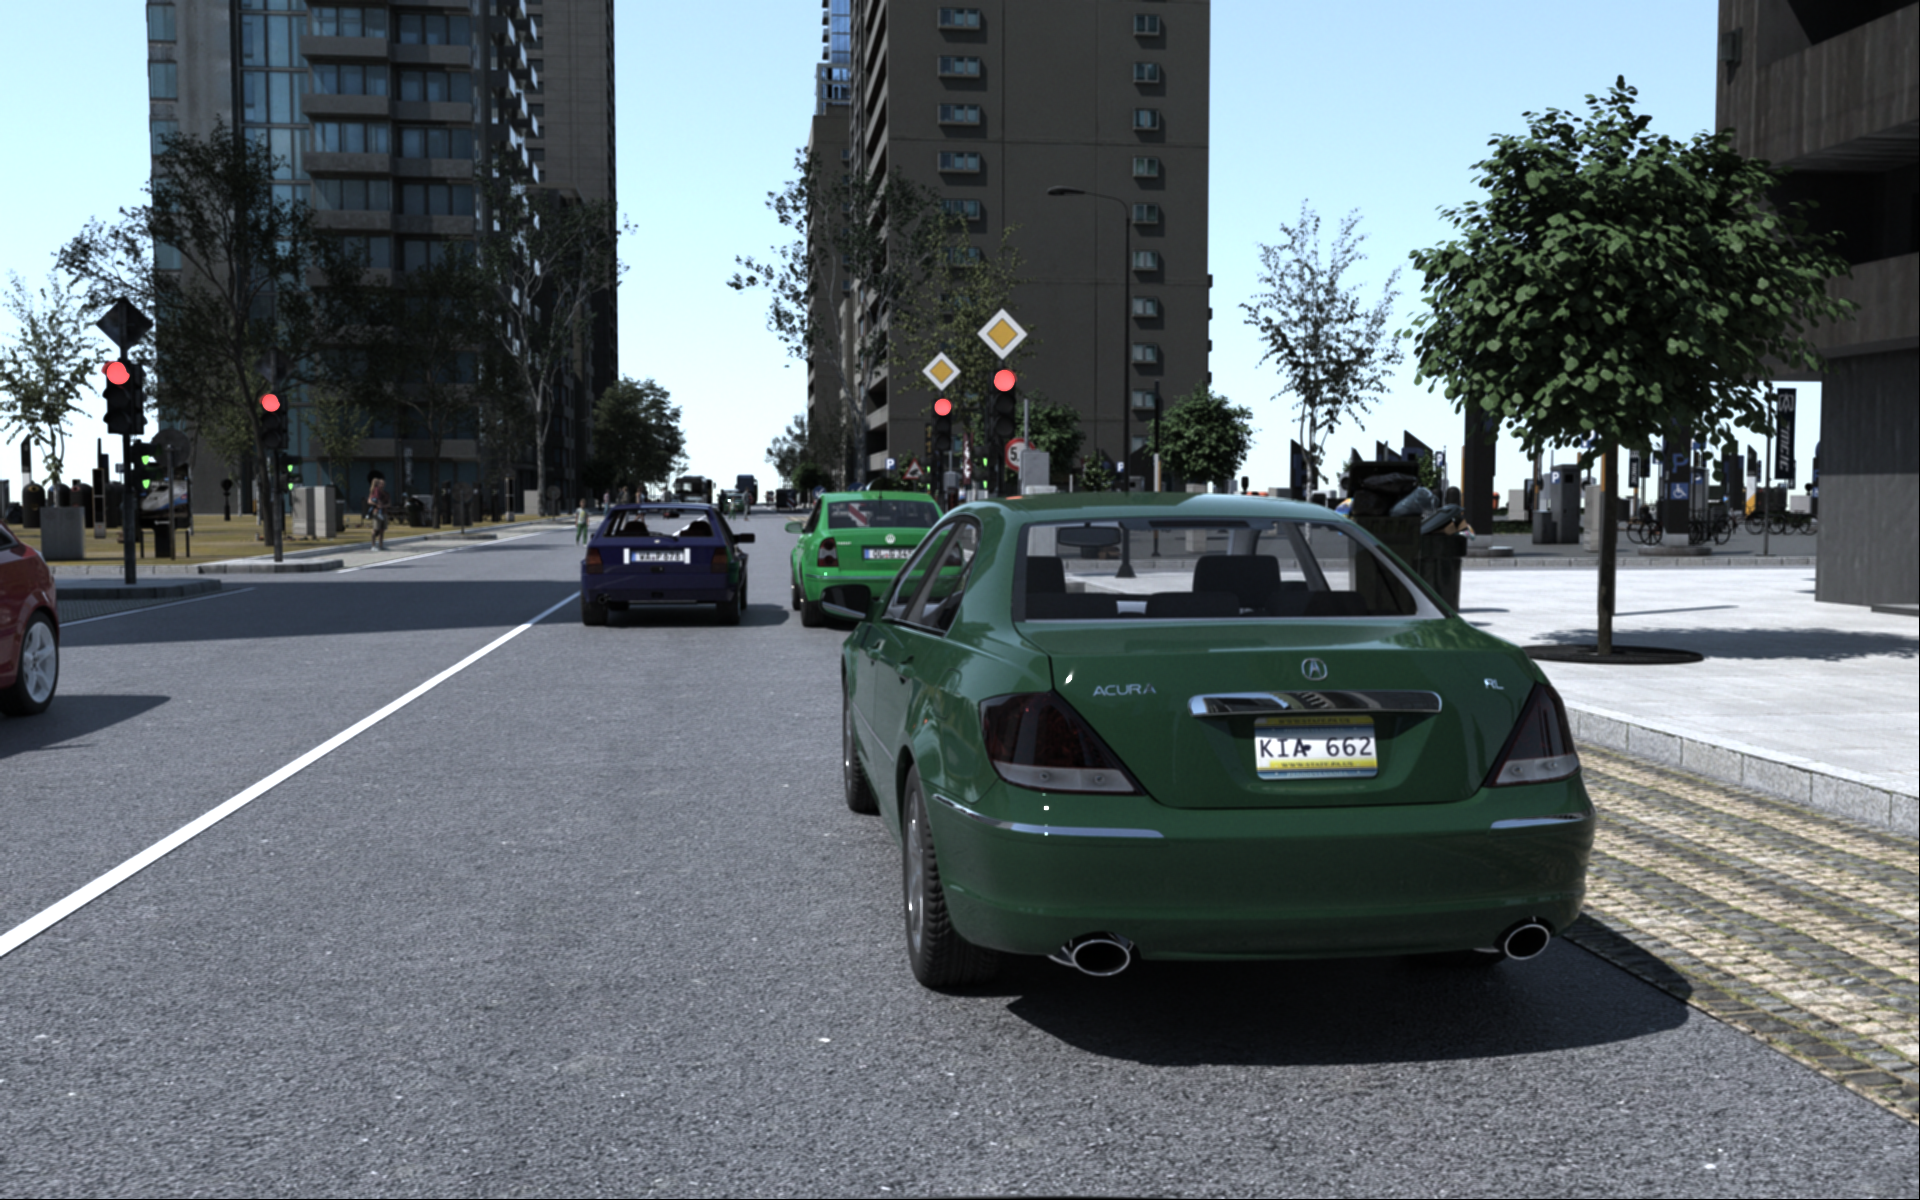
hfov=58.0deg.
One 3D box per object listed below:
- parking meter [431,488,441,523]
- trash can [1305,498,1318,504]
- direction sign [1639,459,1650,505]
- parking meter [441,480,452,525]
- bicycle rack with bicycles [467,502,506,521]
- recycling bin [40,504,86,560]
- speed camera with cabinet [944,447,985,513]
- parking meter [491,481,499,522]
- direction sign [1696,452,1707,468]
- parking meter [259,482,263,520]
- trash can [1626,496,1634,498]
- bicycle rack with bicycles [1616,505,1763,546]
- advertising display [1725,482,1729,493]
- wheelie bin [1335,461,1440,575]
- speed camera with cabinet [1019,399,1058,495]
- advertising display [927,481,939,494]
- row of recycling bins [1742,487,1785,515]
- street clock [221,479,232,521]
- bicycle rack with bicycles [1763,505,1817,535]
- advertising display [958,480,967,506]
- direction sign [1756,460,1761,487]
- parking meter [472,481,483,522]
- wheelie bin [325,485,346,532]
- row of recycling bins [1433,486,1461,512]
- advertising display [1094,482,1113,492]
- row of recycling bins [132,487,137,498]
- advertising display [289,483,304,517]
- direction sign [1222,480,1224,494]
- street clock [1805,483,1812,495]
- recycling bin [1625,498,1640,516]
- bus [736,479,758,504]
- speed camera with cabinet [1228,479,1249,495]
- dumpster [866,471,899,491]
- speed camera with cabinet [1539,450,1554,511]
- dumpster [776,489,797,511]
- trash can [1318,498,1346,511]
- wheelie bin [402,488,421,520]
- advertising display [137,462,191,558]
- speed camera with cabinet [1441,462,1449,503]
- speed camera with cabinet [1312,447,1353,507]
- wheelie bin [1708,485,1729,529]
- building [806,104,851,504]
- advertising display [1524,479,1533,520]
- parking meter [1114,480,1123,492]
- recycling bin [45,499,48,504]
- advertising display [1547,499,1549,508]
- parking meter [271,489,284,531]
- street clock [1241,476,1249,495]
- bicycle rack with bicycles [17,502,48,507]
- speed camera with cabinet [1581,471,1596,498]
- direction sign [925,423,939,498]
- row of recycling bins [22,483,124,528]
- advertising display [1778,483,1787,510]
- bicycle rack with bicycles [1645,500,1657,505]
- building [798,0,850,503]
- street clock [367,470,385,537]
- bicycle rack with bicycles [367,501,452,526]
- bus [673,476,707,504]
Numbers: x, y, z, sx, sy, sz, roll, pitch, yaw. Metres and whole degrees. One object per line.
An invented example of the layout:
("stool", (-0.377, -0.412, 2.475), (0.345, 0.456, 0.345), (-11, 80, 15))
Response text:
("parking meter", (-22.908, -4.118, 75.735), (0.372, 1.533, 0.369), (0, 3, 0))
("trash can", (13.267, -3.249, 64.773), (0.748, 1.137, 0.748), (0, 3, 0))
("direction sign", (32.205, -5.473, 81.479), (0.876, 3.537, 0.379), (-3, 4, -38))
("parking meter", (-21.647, -4.115, 72.986), (0.255, 1.863, 0.399), (1, 4, 18))
("bicycle rack with bicycles", (-22.785, -4.184, 81.784), (2.925, 0.926, 2.852), (-1, 4, -15))
("recycling bin", (-17.555, -1.306, 33.909), (0.722, 1.027, 0.722), (-1, 4, -22))
("speed camera with cabinet", (0.236, -4.777, 72.442), (2.038, 3.252, 0.660), (-1, 4, -15))
("parking meter", (-21.167, -4.475, 78.869), (0.255, 1.863, 0.399), (0, 4, 0))
("direction sign", (39.659, -6.169, 92.858), (0.876, 3.537, 0.379), (-1, 4, -23))
("parking meter", (-34.331, -4.852, 85.039), (0.255, 1.863, 0.399), (0, 4, 3))
("trash can", (44.879, -6.371, 115.823), (0.748, 1.137, 0.748), (0, 3, 0))
("bicycle rack with bicycles", (18.242, -1.885, 44.206), (2.925, 0.926, 2.852), (0, 4, -5))
("advertising display", (41.568, -5.401, 93.518), (0.974, 1.923, 0.123), (-3, 5, -43))
("wheelie bin", (4.078, -0.528, 16.539), (0.980, 1.594, 0.693), (0, 4, 5))
("speed camera with cabinet", (1.612, -2.513, 35.431), (0.660, 3.252, 2.038), (0, 4, -3))
("advertising display", (-1.232, -4.942, 86.009), (0.974, 1.923, 0.123), (-3, 4, -37))
("row of recycling bins", (44.494, -5.449, 96.205), (1.069, 1.692, 3.534), (-1, 4, -12))
("street clock", (-35.142, -4.798, 83.020), (0.358, 2.002, 0.471), (2, 4, 32))
("bicycle rack with bicycles", (26.192, -2.571, 55.421), (2.852, 0.926, 2.925), (-2, 4, -30))
("advertising display", (-0.138, -4.364, 76.567), (0.974, 1.923, 0.123), (2, 4, 30))
("direction sign", (53.604, -7.619, 116.572), (0.379, 3.537, 0.876), (-1, 4, -11))
("parking meter", (-21.852, -4.450, 78.465), (0.399, 1.863, 0.255), (1, 4, 13))
("wheelie bin", (-21.212, -3.090, 58.423), (0.693, 1.594, 0.980), (1, 4, 13))
("row of recycling bins", (25.440, -5.319, 94.072), (3.534, 1.692, 1.069), (2, 4, 34))
("advertising display", (6.382, -4.451, 77.988), (0.974, 1.923, 0.123), (-1, 4, -12))
("row of recycling bins", (-33.560, -3.843, 69.952), (1.069, 1.692, 3.534), (0, 4, 0))
("advertising display", (-37.757, -5.712, 98.605), (0.123, 1.923, 0.974), (2, 4, 26))
("direction sign", (8.696, -3.990, 57.238), (0.379, 3.537, 0.876), (1, 4, 19))
("street clock", (56.635, -6.790, 115.583), (0.358, 2.002, 0.471), (-1, 4, -21))
("recycling bin", (39.168, -5.408, 100.969), (0.722, 1.027, 0.722), (-3, 5, -44))
("bus", (-31.032, -15.966, 252.587), (2.896, 3.916, 12.252), (-1, 4, -9))
("speed camera with cabinet", (16.859, -6.790, 105.345), (0.660, 3.252, 2.038), (-2, 4, -23))
("dumpster", (-3.227, -4.346, 73.545), (1.502, 2.255, 1.985), (0, 4, -7))
("speed camera with cabinet", (26.027, -5.084, 77.452), (0.660, 3.252, 2.038), (0, 4, -1))
("dumpster", (-15.059, -8.674, 150.037), (1.865, 1.857, 1.264), (0, 4, -8))
("trash can", (13.101, -2.978, 60.341), (0.748, 1.137, 0.748), (0, 3, 0))
("wheelie bin", (-26.732, -4.683, 84.468), (0.980, 1.594, 0.693), (-3, 4, -36))
("advertising display", (-16.007, -1.812, 34.833), (0.974, 1.923, 0.123), (-1, 4, -15))
("speed camera with cabinet", (30.116, -6.962, 108.167), (0.660, 3.252, 2.038), (1, 4, 12))
("speed camera with cabinet", (15.715, -4.790, 72.650), (2.038, 3.252, 0.660), (3, 5, 40))
("wheelie bin", (27.496, -3.369, 62.984), (0.693, 1.594, 0.980), (-3, 5, -43))
("building", (-7.720, -36.040, 212.961), (21.300, 48.544, 21.600), (0, 4, -7))
("advertising display", (24.254, -4.177, 73.514), (0.974, 1.923, 0.123), (-3, 5, -41))
("parking meter", (6.659, -4.080, 72.419), (0.399, 1.863, 0.255), (1, 4, 18))
("recycling bin", (-48.040, -4.793, 90.927), (0.722, 1.027, 0.722), (1, 4, 13))
("advertising display", (28.485, -4.890, 85.166), (0.974, 1.923, 0.123), (-1, 4, -13))
("parking meter", (-23.637, -3.155, 59.991), (0.372, 1.533, 0.369), (0, 3, 0))
("street clock", (11.714, -4.077, 71.226), (0.358, 2.002, 0.471), (1, 4, 19))
("bicycle rack with bicycles", (-42.755, -4.121, 80.761), (2.852, 0.926, 2.925), (0, 4, 2))
("speed camera with cabinet", (33.173, -6.055, 93.337), (2.038, 3.252, 0.660), (3, 5, 41))
("direction sign", (-0.848, -3.854, 55.008), (0.379, 3.537, 0.876), (-2, 4, -35))
("row of recycling bins", (-33.523, -3.555, 65.232), (3.534, 1.692, 1.069), (0, 4, 1))
("advertising display", (48.313, -5.906, 101.776), (0.974, 1.923, 0.123), (-3, 5, -40))
("bicycle rack with bicycles", (45.048, -6.005, 111.567), (2.925, 0.926, 2.852), (1, 4, 15))
("building", (-12.103, -57.451, 251.995), (22.319, 86.520, 31.000), (0, 4, -7))
("street clock", (-17.589, -2.915, 52.223), (0.471, 2.002, 0.358), (0, 4, -4))
("bicycle rack with bicycles", (-22.860, -3.534, 71.168), (2.925, 0.926, 2.852), (1, 4, 20))
("bus", (-26.014, -10.572, 167.706), (2.948, 3.499, 13.247), (0, 4, -6))
